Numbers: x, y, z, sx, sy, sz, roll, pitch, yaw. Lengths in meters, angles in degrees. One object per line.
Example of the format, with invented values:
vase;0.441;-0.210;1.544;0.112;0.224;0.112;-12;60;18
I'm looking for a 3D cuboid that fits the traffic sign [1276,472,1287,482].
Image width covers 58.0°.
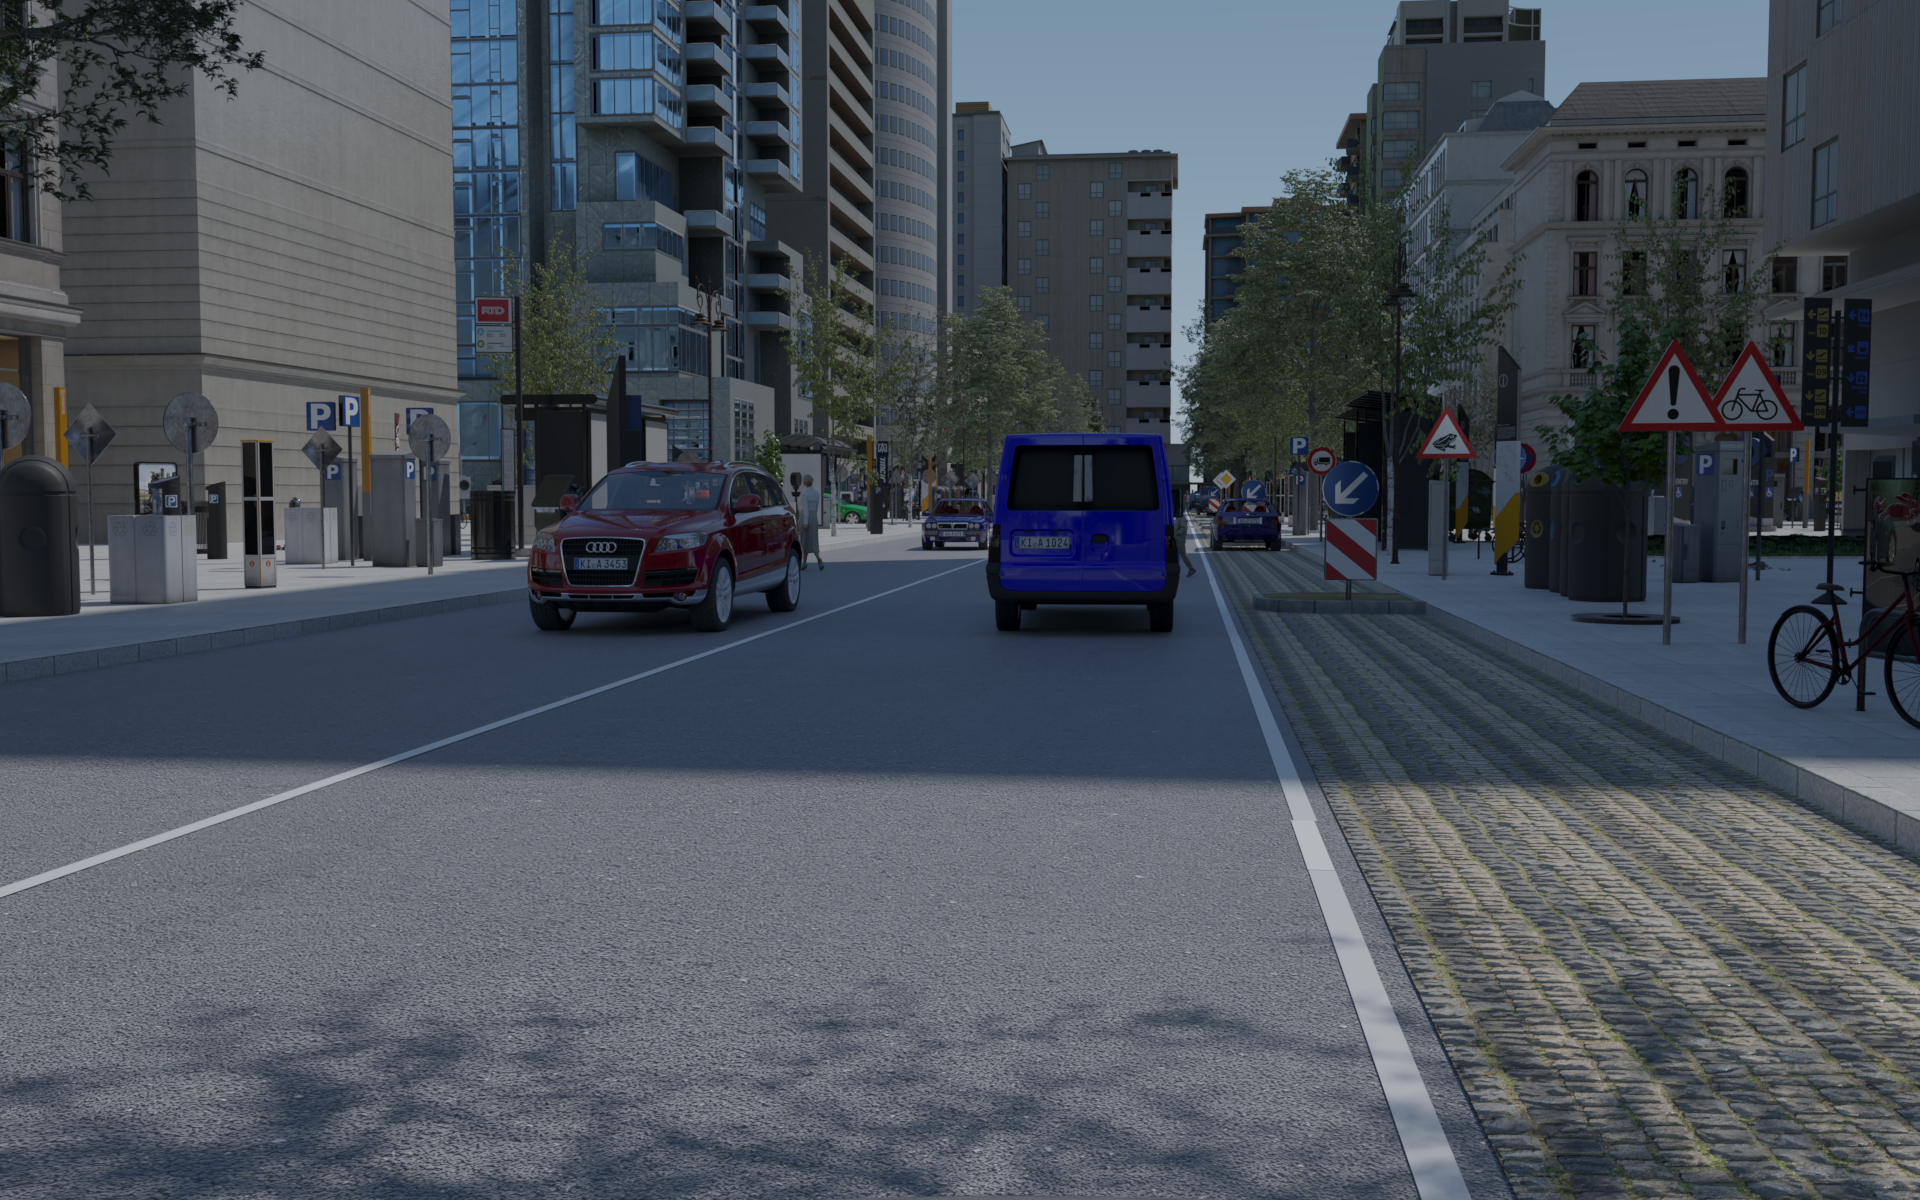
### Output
traffic sign;18.814;-6.222;101.830;0.768;2.556;0.104;1;4;12

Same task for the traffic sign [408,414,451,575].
traffic sign;-8.435;-1.676;27.514;0.768;2.556;0.104;1;4;16

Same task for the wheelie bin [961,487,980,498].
wheelie bin;0.529;-4.584;82.862;0.980;1.594;0.693;-3;5;-43

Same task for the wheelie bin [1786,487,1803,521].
wheelie bin;39.381;-4.505;81.570;0.693;1.594;0.980;-1;4;-21

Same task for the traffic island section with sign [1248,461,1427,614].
traffic island section with sign;4.666;-0.789;21.525;1.989;1.847;2.006;0;4;7

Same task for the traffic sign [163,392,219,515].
traffic sign;-9.600;-1.315;21.605;0.768;2.556;0.104;1;4;11

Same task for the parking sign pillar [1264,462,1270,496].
parking sign pillar;20.272;-7.717;114.643;1.447;3.967;1.447;1;4;12

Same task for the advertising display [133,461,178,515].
advertising display;-15.981;-1.789;34.464;0.123;1.923;0.974;2;4;23

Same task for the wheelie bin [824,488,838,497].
wheelie bin;-6.325;-4.667;84.220;0.980;1.594;0.693;2;4;29

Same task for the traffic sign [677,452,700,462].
traffic sign;-8.145;-3.169;51.911;0.768;2.556;0.104;1;4;11

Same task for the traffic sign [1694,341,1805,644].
traffic sign;6.712;-0.904;14.788;0.884;2.594;0.081;1;4;10

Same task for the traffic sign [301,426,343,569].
traffic sign;-10.838;-1.727;29.420;0.795;2.450;0.064;1;4;14

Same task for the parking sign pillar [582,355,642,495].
parking sign pillar;-6.684;-2.809;34.395;1.447;3.967;1.447;-1;4;-22

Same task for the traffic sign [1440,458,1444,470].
traffic sign;14.327;-3.195;52.339;0.768;2.556;0.104;1;4;12

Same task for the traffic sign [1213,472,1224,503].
traffic sign;11.853;-4.583;78.566;0.795;2.450;0.064;0;4;7

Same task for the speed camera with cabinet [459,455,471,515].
speed camera with cabinet;-25.804;-5.697;87.487;2.038;3.252;0.660;-3;4;-38

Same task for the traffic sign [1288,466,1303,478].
traffic sign;15.497;-4.879;79.884;0.768;2.556;0.104;1;4;16

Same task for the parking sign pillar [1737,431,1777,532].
parking sign pillar;27.192;-4.329;59.244;1.447;3.967;1.447;-1;4;-21

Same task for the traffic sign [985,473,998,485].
traffic sign;1.820;-6.195;101.388;0.768;2.556;0.104;0;4;8

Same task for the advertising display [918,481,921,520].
advertising display;-2.086;-4.908;85.467;0.123;1.923;0.974;-1;4;-13

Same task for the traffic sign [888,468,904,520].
traffic sign;-3.156;-5.246;85.773;0.884;2.594;0.081;1;4;13

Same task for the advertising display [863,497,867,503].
advertising display;-8.084;-8.528;144.652;0.974;1.923;0.123;0;4;2

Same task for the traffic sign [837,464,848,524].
traffic sign;-5.136;-4.496;73.614;0.768;2.556;0.104;1;4;13

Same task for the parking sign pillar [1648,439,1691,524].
parking sign pillar;24.737;-4.453;61.281;1.447;3.967;1.447;-1;4;-18

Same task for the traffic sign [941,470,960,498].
traffic sign;-0.402;-4.186;72.084;0.795;2.450;0.064;0;4;7

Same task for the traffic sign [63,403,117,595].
traffic sign;-11.040;-1.272;21.990;0.795;2.450;0.064;1;4;14

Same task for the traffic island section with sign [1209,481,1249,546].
traffic island section with sign;8.070;-2.434;48.423;1.989;1.847;2.006;0;4;7

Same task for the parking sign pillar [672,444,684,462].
parking sign pillar;-14.928;-6.450;93.937;1.447;3.967;1.447;-1;4;-16

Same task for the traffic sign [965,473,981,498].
traffic sign;0.601;-4.671;80.006;0.795;2.450;0.064;0;4;7

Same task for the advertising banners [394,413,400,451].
advertising banners;-12.080;-2.483;36.786;0.090;3.025;2.074;0;4;-7

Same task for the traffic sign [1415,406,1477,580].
traffic sign;7.217;-1.575;25.750;0.884;2.594;0.081;1;4;14

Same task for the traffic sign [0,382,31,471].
traffic sign;-10.891;-1.196;19.660;0.768;2.556;0.104;1;4;9

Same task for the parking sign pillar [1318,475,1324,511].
parking sign pillar;27.282;-8.783;132.078;1.447;3.967;1.447;0;4;2

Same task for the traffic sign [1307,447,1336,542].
traffic sign;9.749;-2.850;46.700;0.768;2.556;0.104;1;4;15

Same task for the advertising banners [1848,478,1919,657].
advertising banners;8.001;-1.044;13.258;2.074;3.025;0.090;3;4;37

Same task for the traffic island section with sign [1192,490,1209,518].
traffic island section with sign;14.987;-5.775;103.043;1.989;1.847;2.006;0;4;7

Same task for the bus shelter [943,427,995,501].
bus shelter;0.383;-7.832;105.690;2.179;5.291;8.768;0;4;7

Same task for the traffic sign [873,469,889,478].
traffic sign;-3.742;-5.013;82.073;0.768;2.556;0.104;1;4;13

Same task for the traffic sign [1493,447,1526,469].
traffic sign;13.417;-2.585;42.368;0.768;2.556;0.104;1;4;12

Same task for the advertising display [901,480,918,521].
advertising display;-2.455;-4.725;82.463;0.123;1.923;0.974;2;4;34

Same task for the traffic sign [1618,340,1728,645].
traffic sign;6.020;-0.898;14.680;0.884;2.594;0.081;1;4;9

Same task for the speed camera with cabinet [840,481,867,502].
speed camera with cabinet;-7.314;-7.598;118.562;2.038;3.252;0.660;-1;4;-16

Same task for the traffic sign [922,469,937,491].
traffic sign;-1.585;-5.416;88.657;0.768;2.556;0.104;1;4;12

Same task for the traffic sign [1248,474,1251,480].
traffic sign;18.217;-6.567;107.480;0.768;2.556;0.104;1;4;14

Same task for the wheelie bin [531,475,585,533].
wheelie bin;-6.606;-1.261;28.518;0.980;1.594;0.693;2;4;31

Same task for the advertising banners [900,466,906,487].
advertising banners;-4.266;-6.955;109.905;2.074;3.025;0.090;2;4;26

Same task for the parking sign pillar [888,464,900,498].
parking sign pillar;-6.055;-10.229;155.708;1.447;3.967;1.447;1;4;18

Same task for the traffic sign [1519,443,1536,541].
traffic sign;14.043;-2.652;43.468;0.768;2.556;0.104;0;4;8

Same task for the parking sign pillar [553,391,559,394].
parking sign pillar;-10.551;-3.439;44.702;1.447;3.967;1.447;-1;4;-11

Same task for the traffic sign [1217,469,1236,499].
traffic sign;10.850;-4.098;70.644;0.795;2.450;0.064;0;4;7
